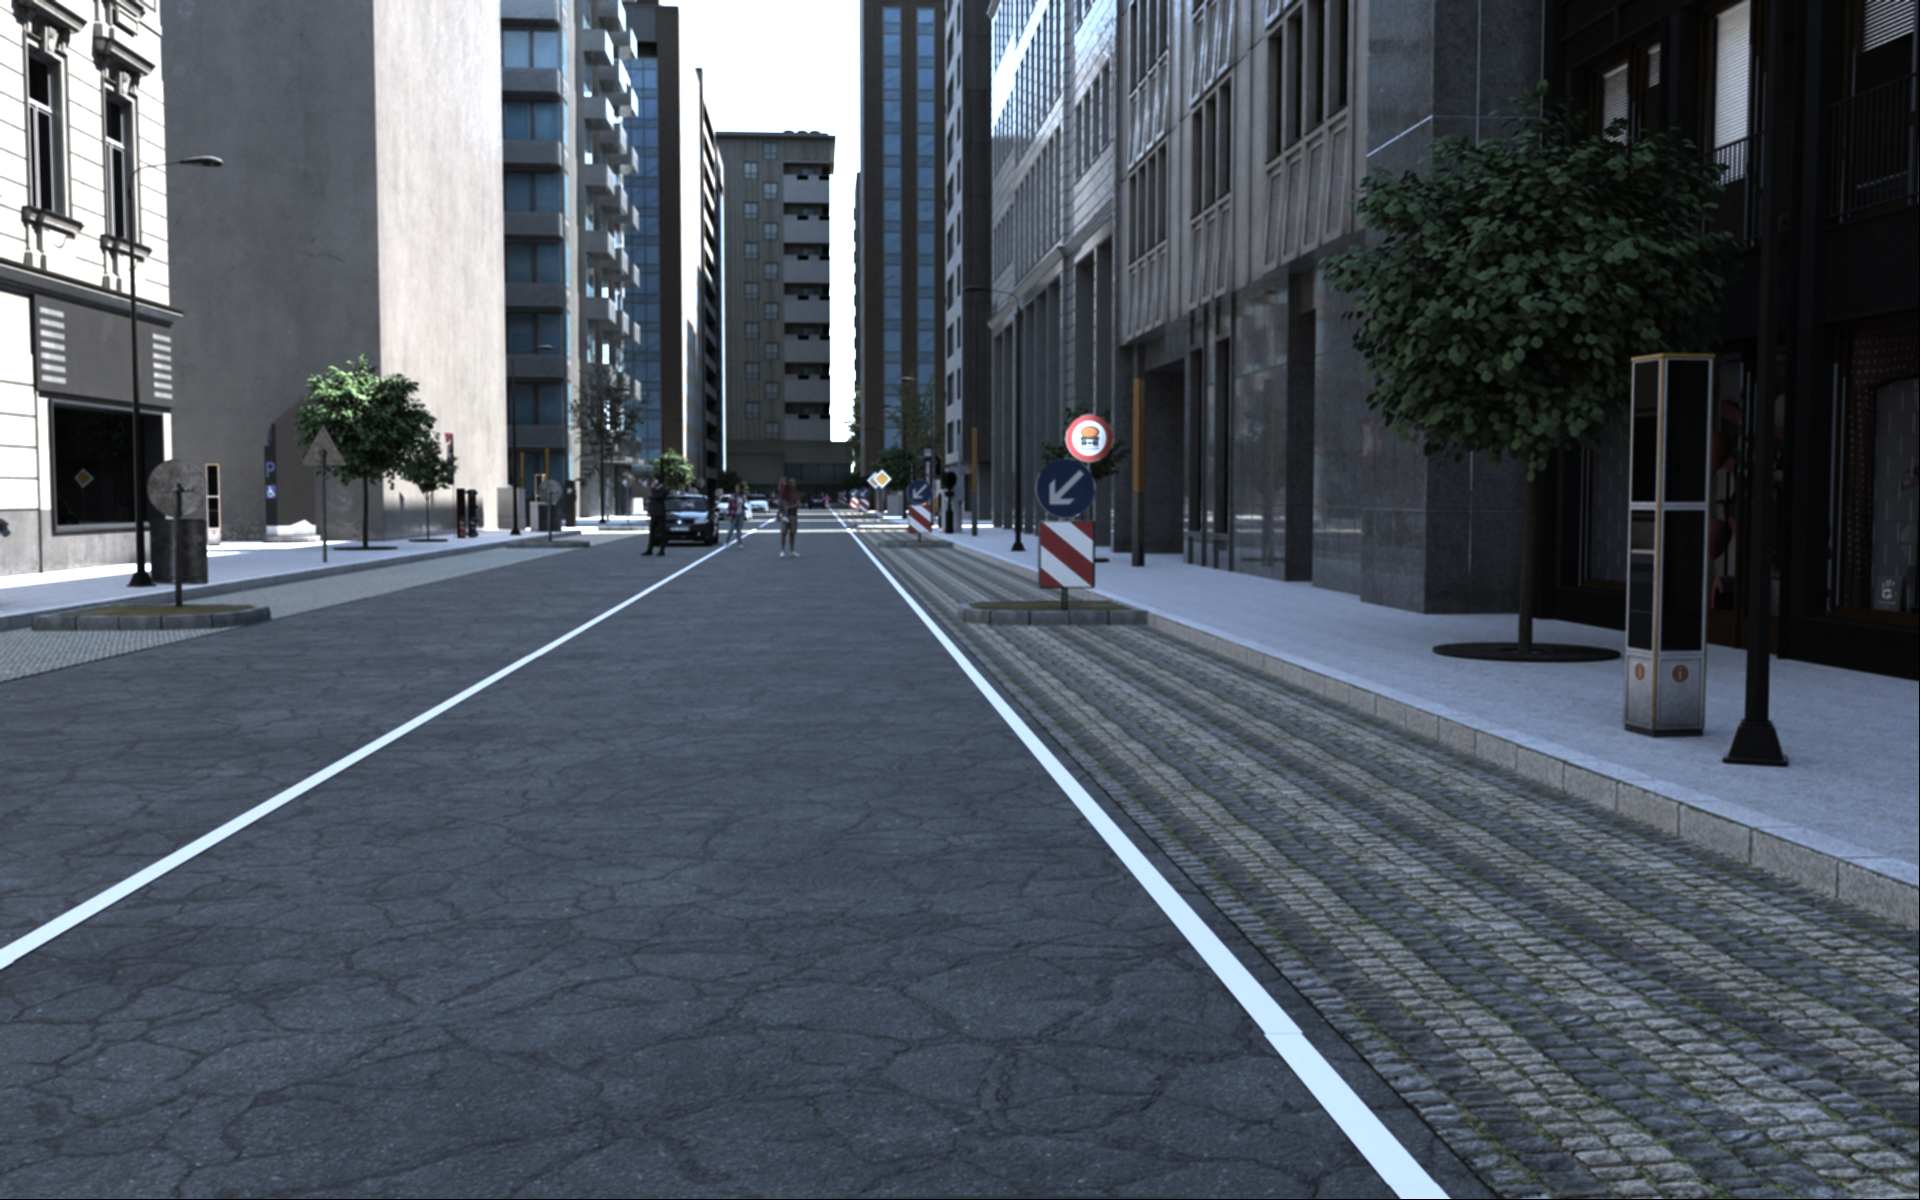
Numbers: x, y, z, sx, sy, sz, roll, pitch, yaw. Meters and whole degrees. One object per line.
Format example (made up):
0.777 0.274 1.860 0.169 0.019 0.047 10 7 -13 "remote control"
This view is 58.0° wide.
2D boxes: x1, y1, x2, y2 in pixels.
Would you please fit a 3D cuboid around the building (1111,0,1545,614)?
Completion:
10.128 -12.849 28.100 12.078 24.808 19.932 0 4 -5 "building"

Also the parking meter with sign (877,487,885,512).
-5.711 -7.784 123.529 0.543 3.016 1.738 -1 4 -15 "parking meter with sign"

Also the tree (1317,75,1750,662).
4.464 -1.836 13.735 4.285 4.588 4.351 0 3 0 "tree"

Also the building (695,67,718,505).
-37.882 -34.549 188.575 21.300 48.544 21.600 0 4 -5 "building"

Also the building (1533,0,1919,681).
12.708 -11.022 9.885 12.332 23.373 15.834 0 4 -5 "building"

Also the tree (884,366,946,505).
-2.169 -9.169 100.273 4.737 8.622 4.395 0 3 0 "tree"

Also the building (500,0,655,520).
-30.255 -29.239 97.660 23.786 49.044 30.456 0 4 -5 "building"

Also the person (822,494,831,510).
-11.924 -8.705 154.050 0.991 1.433 0.599 -3 4 -36 "person"

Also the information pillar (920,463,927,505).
-2.790 -8.615 132.204 0.504 3.616 0.183 -1 4 -16 "information pillar"

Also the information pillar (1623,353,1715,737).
3.771 -0.290 9.227 0.304 2.012 0.304 -1 4 -10 "information pillar"

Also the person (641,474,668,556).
-7.105 -1.991 40.423 0.648 1.900 0.474 3 5 44 "person"

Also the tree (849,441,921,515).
-4.281 -7.945 113.613 4.285 4.588 4.351 0 3 0 "tree"

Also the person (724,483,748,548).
-5.926 -2.234 45.872 0.563 1.720 0.643 -3 5 -44 "person"

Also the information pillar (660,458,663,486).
-19.112 -7.328 111.171 0.183 3.616 0.504 1 4 9 "information pillar"

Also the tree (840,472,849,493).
-9.608 -11.629 173.848 4.285 4.588 4.351 0 3 0 "tree"

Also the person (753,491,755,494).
-19.082 -9.309 161.410 0.721 1.735 1.217 2 4 27 "person"

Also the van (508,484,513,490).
-20.371 -3.935 71.344 4.112 2.044 2.013 0 4 -6 "van"

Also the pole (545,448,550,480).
-18.190 -5.049 76.390 0.158 3.312 0.155 0 3 0 "pole"

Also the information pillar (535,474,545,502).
-15.580 -3.659 64.313 0.304 2.012 0.304 0 4 2 "information pillar"

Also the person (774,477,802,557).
-3.958 -1.909 39.685 0.573 1.828 0.580 2 4 31 "person"

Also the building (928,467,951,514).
14.329 -25.886 115.116 32.217 40.220 23.993 0 4 -5 "building"

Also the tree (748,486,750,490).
-28.213 -14.166 226.215 1.663 3.219 1.824 0 3 0 "tree"

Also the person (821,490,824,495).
-15.005 -10.917 186.869 0.599 1.838 0.709 0 4 -2 "person"

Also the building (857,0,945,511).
-1.075 -30.014 140.836 14.600 45.320 14.200 0 4 -5 "building"

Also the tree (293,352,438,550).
-13.828 -3.452 40.162 4.285 4.588 4.351 0 3 0 "tree"

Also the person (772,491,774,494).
-24.632 -13.399 227.563 0.705 1.826 1.348 0 4 -4 "person"

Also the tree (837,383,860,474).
-7.660 -14.715 158.720 7.486 12.596 7.792 0 3 0 "tree"

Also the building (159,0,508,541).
-33.492 -15.306 54.762 34.151 26.468 19.350 0 4 -5 "building"

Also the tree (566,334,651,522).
-16.330 -7.934 80.076 4.360 8.622 3.978 0 3 0 "tree"

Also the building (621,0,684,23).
-31.697 -31.004 157.032 14.600 45.320 14.200 0 4 -5 "building"

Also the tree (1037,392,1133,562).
2.213 -2.347 32.980 1.663 3.219 1.824 0 3 0 "tree"

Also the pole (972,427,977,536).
0.447 -3.622 53.057 0.158 3.312 0.155 0 3 0 "pole"

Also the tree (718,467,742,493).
-27.811 -13.688 207.511 4.285 4.588 4.351 0 3 0 "tree"

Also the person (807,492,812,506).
-18.109 -12.217 209.043 0.742 1.727 0.445 2 4 24 "person"

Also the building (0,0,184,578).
-21.605 -14.482 13.197 17.030 29.872 44.131 0 4 -5 "building"

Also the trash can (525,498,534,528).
-16.546 -3.315 65.855 0.748 1.137 0.748 0 3 0 "trash can"

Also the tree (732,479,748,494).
-28.186 -13.753 219.462 1.663 3.219 1.824 0 3 0 "tree"

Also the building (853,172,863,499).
-4.487 -38.190 248.106 21.600 48.544 21.300 0 4 -5 "building"

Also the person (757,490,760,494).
-20.358 -10.144 174.294 0.705 1.831 1.348 2 4 24 "person"

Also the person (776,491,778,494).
-21.422 -11.858 202.388 0.705 1.822 1.348 1 4 15 "person"

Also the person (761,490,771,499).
-18.828 -9.672 166.768 1.348 1.807 0.705 -2 4 -30 "person"

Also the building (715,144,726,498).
-36.928 -34.636 216.405 14.200 45.320 14.600 0 4 -5 "building"

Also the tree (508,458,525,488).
-20.717 -5.112 78.185 1.663 3.219 1.824 0 3 0 "tree"

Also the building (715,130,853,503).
-29.472 -40.378 249.419 27.495 52.752 28.713 0 4 -5 "building"

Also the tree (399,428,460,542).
-14.305 -3.199 46.898 1.663 3.219 1.824 0 3 0 "tree"

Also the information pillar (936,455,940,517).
-1.306 -6.505 97.710 0.183 3.616 0.504 3 5 43 "information pillar"

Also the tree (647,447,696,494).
-20.056 -8.344 120.142 4.285 4.588 4.351 0 3 0 "tree"

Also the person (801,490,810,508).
-16.255 -10.466 179.704 1.350 1.814 0.705 0 4 -4 "person"

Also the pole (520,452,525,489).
-21.221 -5.516 84.023 0.158 3.312 0.155 0 3 0 "pole"

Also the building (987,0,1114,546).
7.799 -16.830 52.670 11.434 29.767 29.804 0 4 -5 "building"

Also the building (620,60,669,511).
-38.804 -26.950 132.506 32.217 40.220 23.993 0 4 -5 "building"

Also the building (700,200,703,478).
-33.002 -31.868 171.146 14.600 45.320 14.200 0 4 -5 "building"

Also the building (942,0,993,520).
6.611 -19.313 87.463 14.107 30.474 14.160 0 4 -5 "building"

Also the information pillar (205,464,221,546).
-18.404 -2.334 42.656 0.304 2.012 0.304 -2 4 -27 "information pillar"
